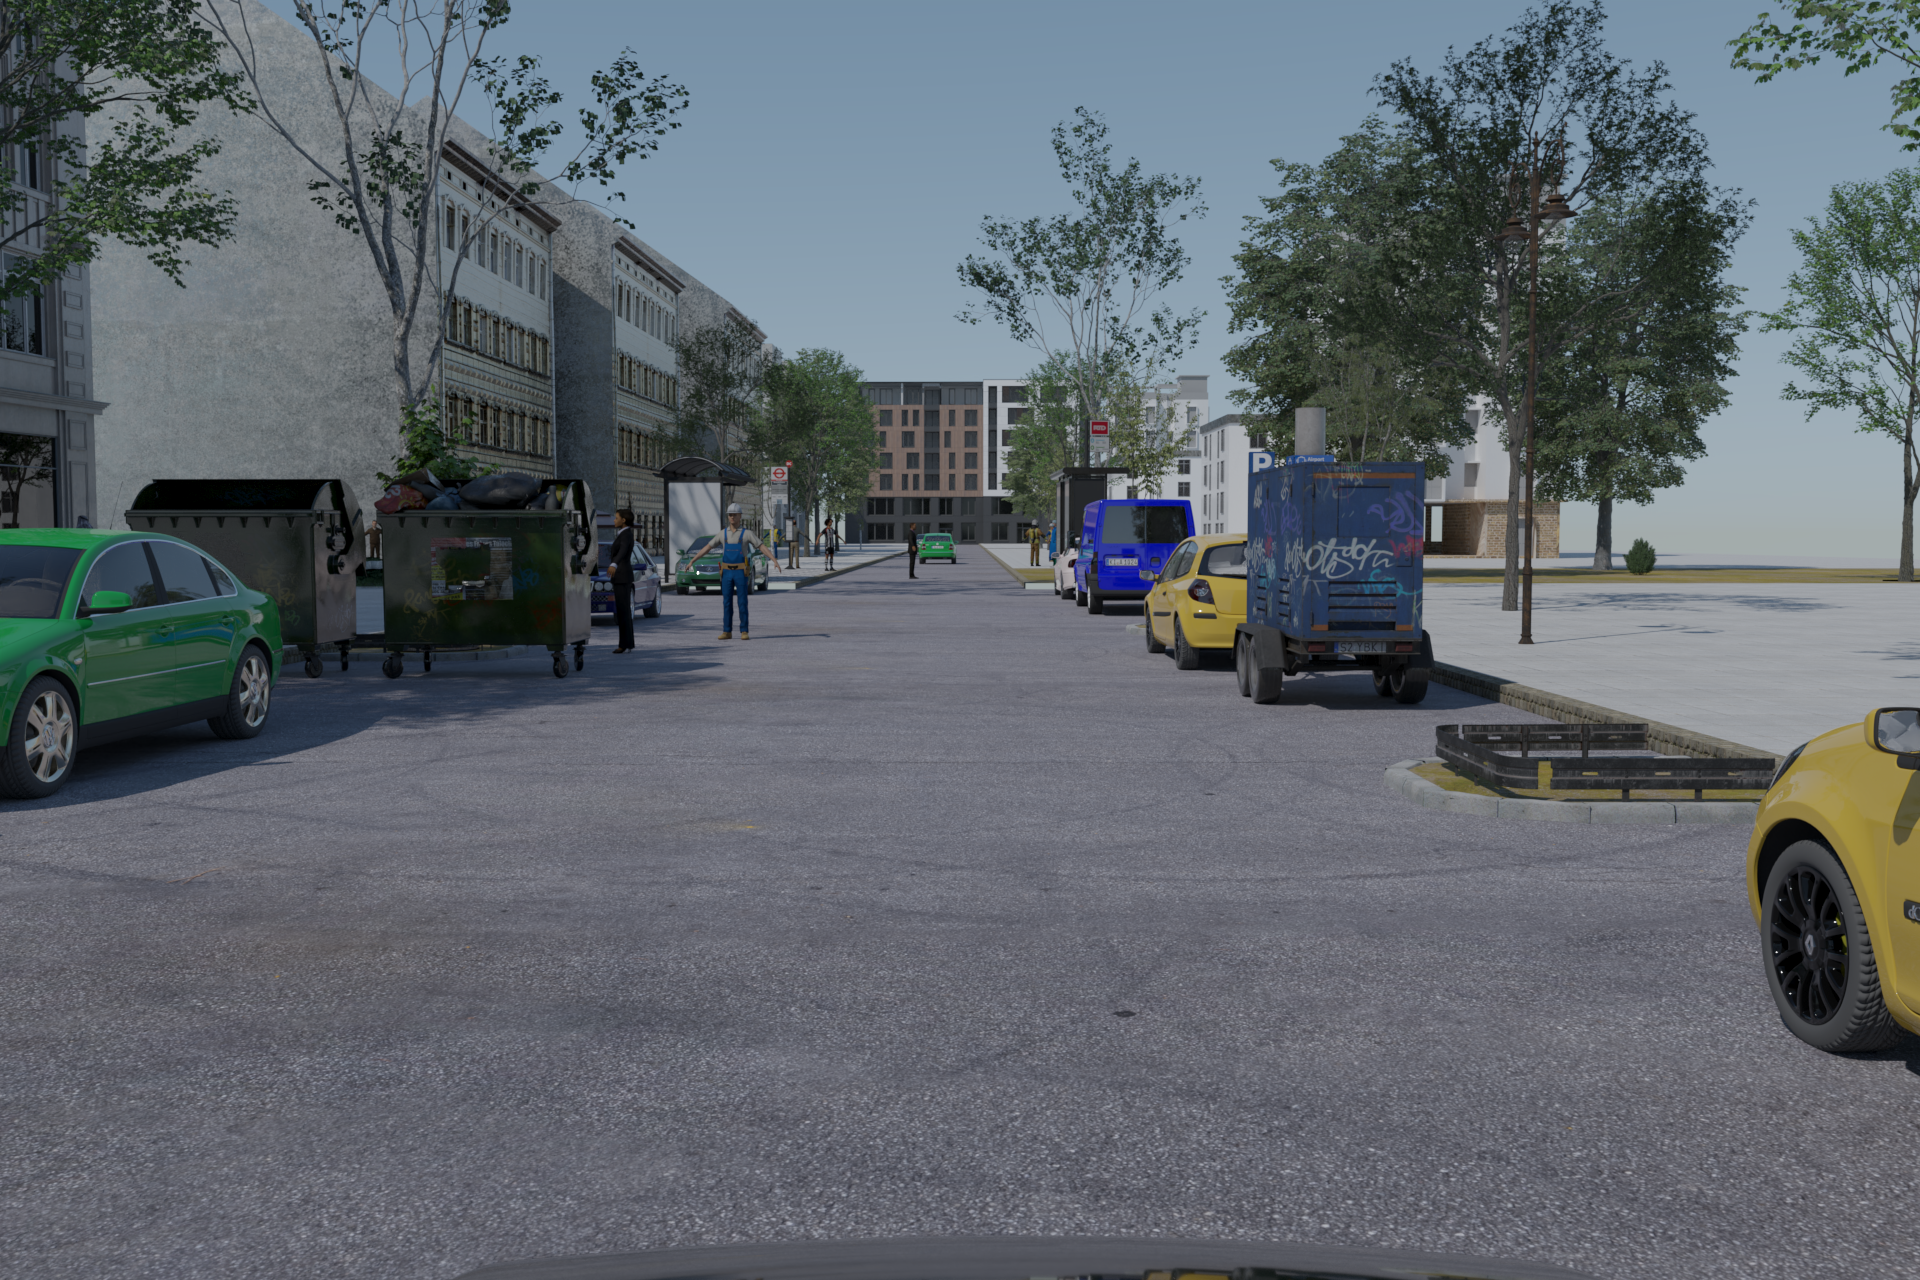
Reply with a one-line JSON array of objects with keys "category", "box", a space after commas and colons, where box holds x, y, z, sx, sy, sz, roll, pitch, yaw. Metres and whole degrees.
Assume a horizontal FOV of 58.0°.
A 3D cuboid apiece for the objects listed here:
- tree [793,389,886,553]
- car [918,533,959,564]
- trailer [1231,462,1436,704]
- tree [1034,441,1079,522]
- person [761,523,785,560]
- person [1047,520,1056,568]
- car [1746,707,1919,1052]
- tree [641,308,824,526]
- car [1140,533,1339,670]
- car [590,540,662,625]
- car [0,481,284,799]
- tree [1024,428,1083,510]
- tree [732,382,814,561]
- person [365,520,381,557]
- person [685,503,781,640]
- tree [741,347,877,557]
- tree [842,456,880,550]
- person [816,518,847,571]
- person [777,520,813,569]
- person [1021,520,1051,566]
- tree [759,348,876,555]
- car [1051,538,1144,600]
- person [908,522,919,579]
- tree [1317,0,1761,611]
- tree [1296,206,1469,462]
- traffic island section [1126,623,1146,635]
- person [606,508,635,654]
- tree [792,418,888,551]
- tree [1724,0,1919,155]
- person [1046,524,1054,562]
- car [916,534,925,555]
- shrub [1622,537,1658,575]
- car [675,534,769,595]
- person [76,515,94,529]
[{"category": "tree", "box": [-8.729, -11.706, 117.147, 9.928, 11.665, 9.643, 0, 3, 0]}, {"category": "car", "box": [-1.053, -4.584, 83.744, 1.959, 1.807, 4.718, 0, 4, 0]}, {"category": "trailer", "box": [3.187, -0.525, 15.632, 1.471, 1.999, 3.904, 0, 3, 0]}, {"category": "tree", "box": [6.816, -10.801, 126.966, 4.360, 8.622, 3.978, 0, 3, 0]}, {"category": "person", "box": [-9.119, -4.817, 84.727, 1.349, 1.833, 0.705, 2, 4, 23]}, {"category": "person", "box": [3.610, -3.674, 66.192, 0.704, 1.817, 1.347, -1, 4, -14]}, {"category": "car", "box": [3.213, 0.402, 3.654, 2.015, 1.641, 3.980, 0, 4, -1]}, {"category": "tree", "box": [-9.153, -8.330, 70.611, 8.767, 10.594, 7.601, 2, 4, 24]}, {"category": "car", "box": [3.113, -0.578, 19.680, 2.015, 1.641, 3.980, 0, 4, -1]}, {"category": "car", "box": [-6.011, -0.967, 28.396, 1.945, 1.354, 3.894, 0, 3, 0]}, {"category": "car", "box": [-5.820, -0.120, 10.765, 1.959, 1.807, 4.718, 0, 4, 0]}, {"category": "tree", "box": [6.486, -9.996, 113.792, 4.737, 8.622, 4.395, 0, 3, 0]}, {"category": "tree", "box": [-8.910, -8.041, 81.829, 4.360, 8.622, 3.978, 0, 3, 0]}, {"category": "person", "box": [-22.241, -3.652, 65.846, 1.346, 1.812, 0.704, -1, 4, -21]}, {"category": "person", "box": [-3.059, -0.930, 23.513, 1.347, 1.847, 0.705, 1, 4, 9]}, {"category": "tree", "box": [-8.276, -10.363, 95.187, 9.928, 11.665, 9.643, 0, 3, 0]}, {"category": "tree", "box": [-7.926, -11.717, 141.930, 4.360, 8.622, 3.978, 0, 3, 0]}, {"category": "person", "box": [-4.506, -3.292, 59.972, 1.345, 1.843, 0.704, -3, 5, -45]}, {"category": "person", "box": [-6.122, -3.535, 64.073, 1.348, 1.796, 0.705, 0, 4, 4]}, {"category": "person", "box": [2.988, -3.849, 68.695, 1.354, 1.858, 0.705, 2, 4, 32]}, {"category": "tree", "box": [-9.142, -11.501, 106.166, 7.486, 12.596, 7.792, 0, 3, 0]}, {"category": "car", "box": [3.138, -1.644, 39.236, 2.083, 1.381, 4.827, 0, 4, 0]}, {"category": "person", "box": [-1.491, -2.861, 55.455, 0.704, 1.802, 1.346, 0, 4, 3]}, {"category": "tree", "box": [9.528, -5.772, 28.792, 7.601, 10.594, 8.767, -2, 4, -25]}, {"category": "tree", "box": [9.303, -5.445, 39.392, 4.360, 8.622, 3.978, 0, 3, 0]}, {"category": "traffic island section", "box": [3.448, -0.149, 25.300, 1.991, 0.108, 1.994, 0, 4, 0]}, {"category": "person", "box": [-4.131, -0.715, 20.864, 0.721, 1.740, 1.216, 0, 4, -6]}, {"category": "tree", "box": [-9.173, -12.428, 128.953, 9.928, 11.665, 9.643, 0, 3, 0]}, {"category": "tree", "box": [8.769, -5.320, 12.739, 9.928, 11.665, 9.643, 0, 3, 0]}, {"category": "person", "box": [4.323, -4.500, 80.031, 0.721, 1.772, 1.216, 3, 5, 40]}, {"category": "car", "box": [-2.338, -6.628, 120.168, 2.131, 1.459, 4.920, 0, 4, 0]}, {"category": "shrub", "box": [21.152, -2.615, 53.870, 1.383, 1.207, 1.383, 0, 3, 0]}, {"category": "car", "box": [-5.782, -1.873, 42.426, 2.131, 1.459, 4.920, 0, 4, 0]}, {"category": "person", "box": [-21.466, -2.184, 42.418, 0.621, 1.740, 0.551, 0, 4, -3]}]
